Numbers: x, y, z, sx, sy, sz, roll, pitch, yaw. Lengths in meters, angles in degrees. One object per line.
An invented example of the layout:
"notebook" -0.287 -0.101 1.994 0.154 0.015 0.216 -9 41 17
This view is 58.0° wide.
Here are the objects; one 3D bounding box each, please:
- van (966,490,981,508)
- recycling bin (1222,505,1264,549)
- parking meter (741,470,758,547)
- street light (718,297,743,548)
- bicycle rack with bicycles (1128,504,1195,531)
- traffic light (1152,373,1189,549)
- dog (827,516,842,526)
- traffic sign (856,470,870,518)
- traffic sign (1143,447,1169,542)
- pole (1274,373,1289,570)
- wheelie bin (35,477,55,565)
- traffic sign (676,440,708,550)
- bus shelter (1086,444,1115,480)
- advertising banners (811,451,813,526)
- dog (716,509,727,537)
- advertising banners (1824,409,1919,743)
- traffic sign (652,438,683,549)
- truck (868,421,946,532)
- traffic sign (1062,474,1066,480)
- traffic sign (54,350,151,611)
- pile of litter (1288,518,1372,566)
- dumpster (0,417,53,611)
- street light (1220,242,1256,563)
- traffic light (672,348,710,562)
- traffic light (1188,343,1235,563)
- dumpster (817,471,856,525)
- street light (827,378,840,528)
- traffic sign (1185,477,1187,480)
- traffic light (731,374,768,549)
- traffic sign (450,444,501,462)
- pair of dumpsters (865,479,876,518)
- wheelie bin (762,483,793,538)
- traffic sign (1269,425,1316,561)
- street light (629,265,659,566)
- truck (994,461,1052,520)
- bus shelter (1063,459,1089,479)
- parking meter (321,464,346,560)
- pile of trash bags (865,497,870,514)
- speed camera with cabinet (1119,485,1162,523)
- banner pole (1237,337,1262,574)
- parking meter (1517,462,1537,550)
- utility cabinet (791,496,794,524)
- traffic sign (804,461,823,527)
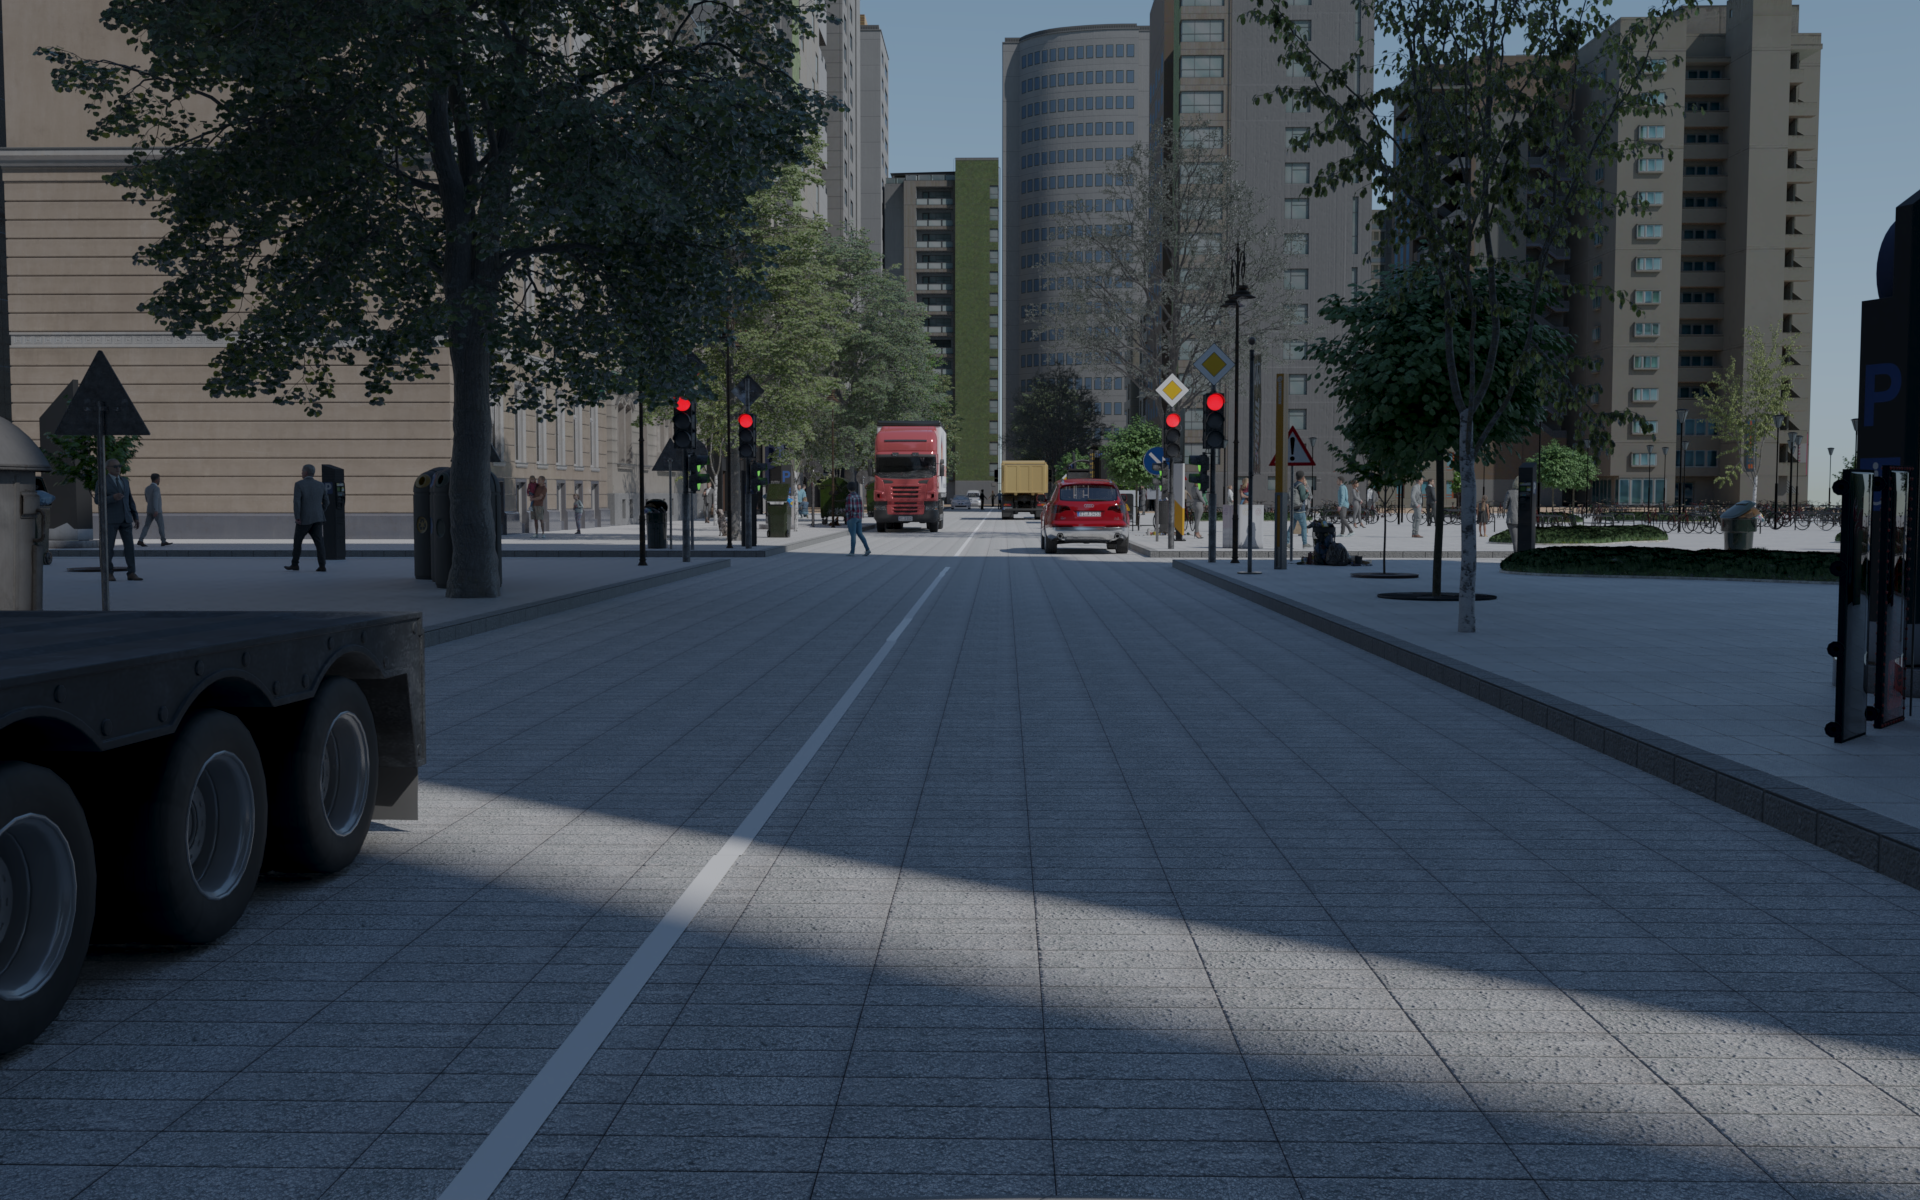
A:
"van" 1.411 -10.800 183.583 2.013 2.044 4.112 0 4 1
"recycling bin" 6.697 -1.739 40.995 0.722 1.027 0.722 -2 4 -25
"parking meter" -5.151 -2.244 42.393 0.399 1.863 0.255 -1 4 -17
"street light" -5.455 -4.162 40.836 0.468 5.910 1.993 0 4 1
"bicycle rack with bicycles" 6.906 -2.887 60.592 2.852 0.926 2.925 0 4 -1
"traffic light" 4.910 -3.145 40.348 0.839 4.253 0.868 0 4 1
"dog" -5.092 -3.160 69.395 0.748 0.427 0.550 0 4 -7
"traffic sign" -5.125 -5.603 91.722 0.768 2.556 0.104 0 4 6
"traffic sign" 5.324 -2.850 46.707 0.768 2.556 0.104 1 4 11
"pole" 5.456 -2.174 29.396 0.158 3.312 0.155 0 3 0
"wheelie bin" -16.758 -1.420 31.124 0.980 1.594 0.693 0 4 -4
"traffic sign" -6.151 -2.424 39.731 0.768 2.556 0.104 1 4 10
"bus shelter" 7.160 -5.716 84.732 1.731 3.624 6.357 0 4 1
"advertising banners" -5.970 -4.504 69.828 0.090 3.025 2.074 0 4 -5
"dog" -7.211 -2.337 52.597 0.513 0.831 0.800 0 4 1
"advertising banners" 5.150 -0.816 9.526 0.090 3.025 2.074 3 5 42
"traffic sign" -6.697 -2.451 40.075 0.884 2.594 0.081 0 4 3
"truck" -1.912 -4.870 68.535 2.839 4.237 11.283 0 4 1
"traffic sign" 6.937 -6.918 112.843 0.795 2.593 0.064 1 4 11
"traffic sign" -7.767 -0.959 15.688 0.884 2.594 0.081 0 4 3
"pile of litter" 6.727 -1.067 31.403 1.176 0.858 1.719 -1 4 -23
"dumpster" -6.601 -0.291 10.523 1.264 1.857 1.865 0 4 2
"street light" 5.108 -3.621 31.991 0.468 5.910 1.993 0 4 1
"traffic light" -5.150 -2.671 32.597 0.839 4.253 0.868 0 4 1
"traffic light" 4.709 -2.657 32.365 0.839 4.253 0.868 0 4 1
"dumpster" -5.193 -4.296 72.727 1.502 2.255 1.985 0 4 1
"street light" -4.822 -5.682 65.682 0.468 5.910 1.993 0 4 1
"traffic sign" 8.285 -4.073 66.589 0.884 2.594 0.081 1 4 11
"traffic light" -4.949 -3.160 40.579 0.839 4.253 0.868 0 4 1
"traffic sign" -8.088 -1.769 28.922 0.884 2.594 0.081 0 4 7
"pair of dumpsters" -4.486 -5.753 96.561 1.574 2.255 4.437 0 4 2
"wheelie bin" -5.346 -2.638 51.044 0.980 1.594 0.693 1 4 9
"traffic sign" 6.310 -2.013 32.924 0.884 2.594 0.081 1 4 10
"street light" -5.691 -3.553 30.887 0.468 5.910 1.993 0 4 1
"truck" 3.652 -6.324 99.328 3.469 3.379 9.791 0 4 2
"bus shelter" 7.272 -6.743 104.179 2.014 3.302 5.546 0 4 1
"parking meter" -12.208 -1.717 33.779 0.399 1.863 0.255 2 4 24
"pile of trash bags" -5.027 -6.061 108.851 1.912 1.369 3.447 1 4 23
"speed camera with cabinet" 8.069 -5.111 77.907 2.038 3.252 0.660 1 4 9
"banner pole" 4.670 -2.291 27.481 0.401 3.779 0.863 0 4 -4
"parking meter" 10.402 -1.595 31.782 0.255 1.863 0.399 2 4 31
"utility cabinet" -6.820 -3.386 66.519 1.020 1.237 0.306 2 4 28
"traffic sign" -5.637 -4.068 66.618 0.768 2.556 0.104 0 4 5
